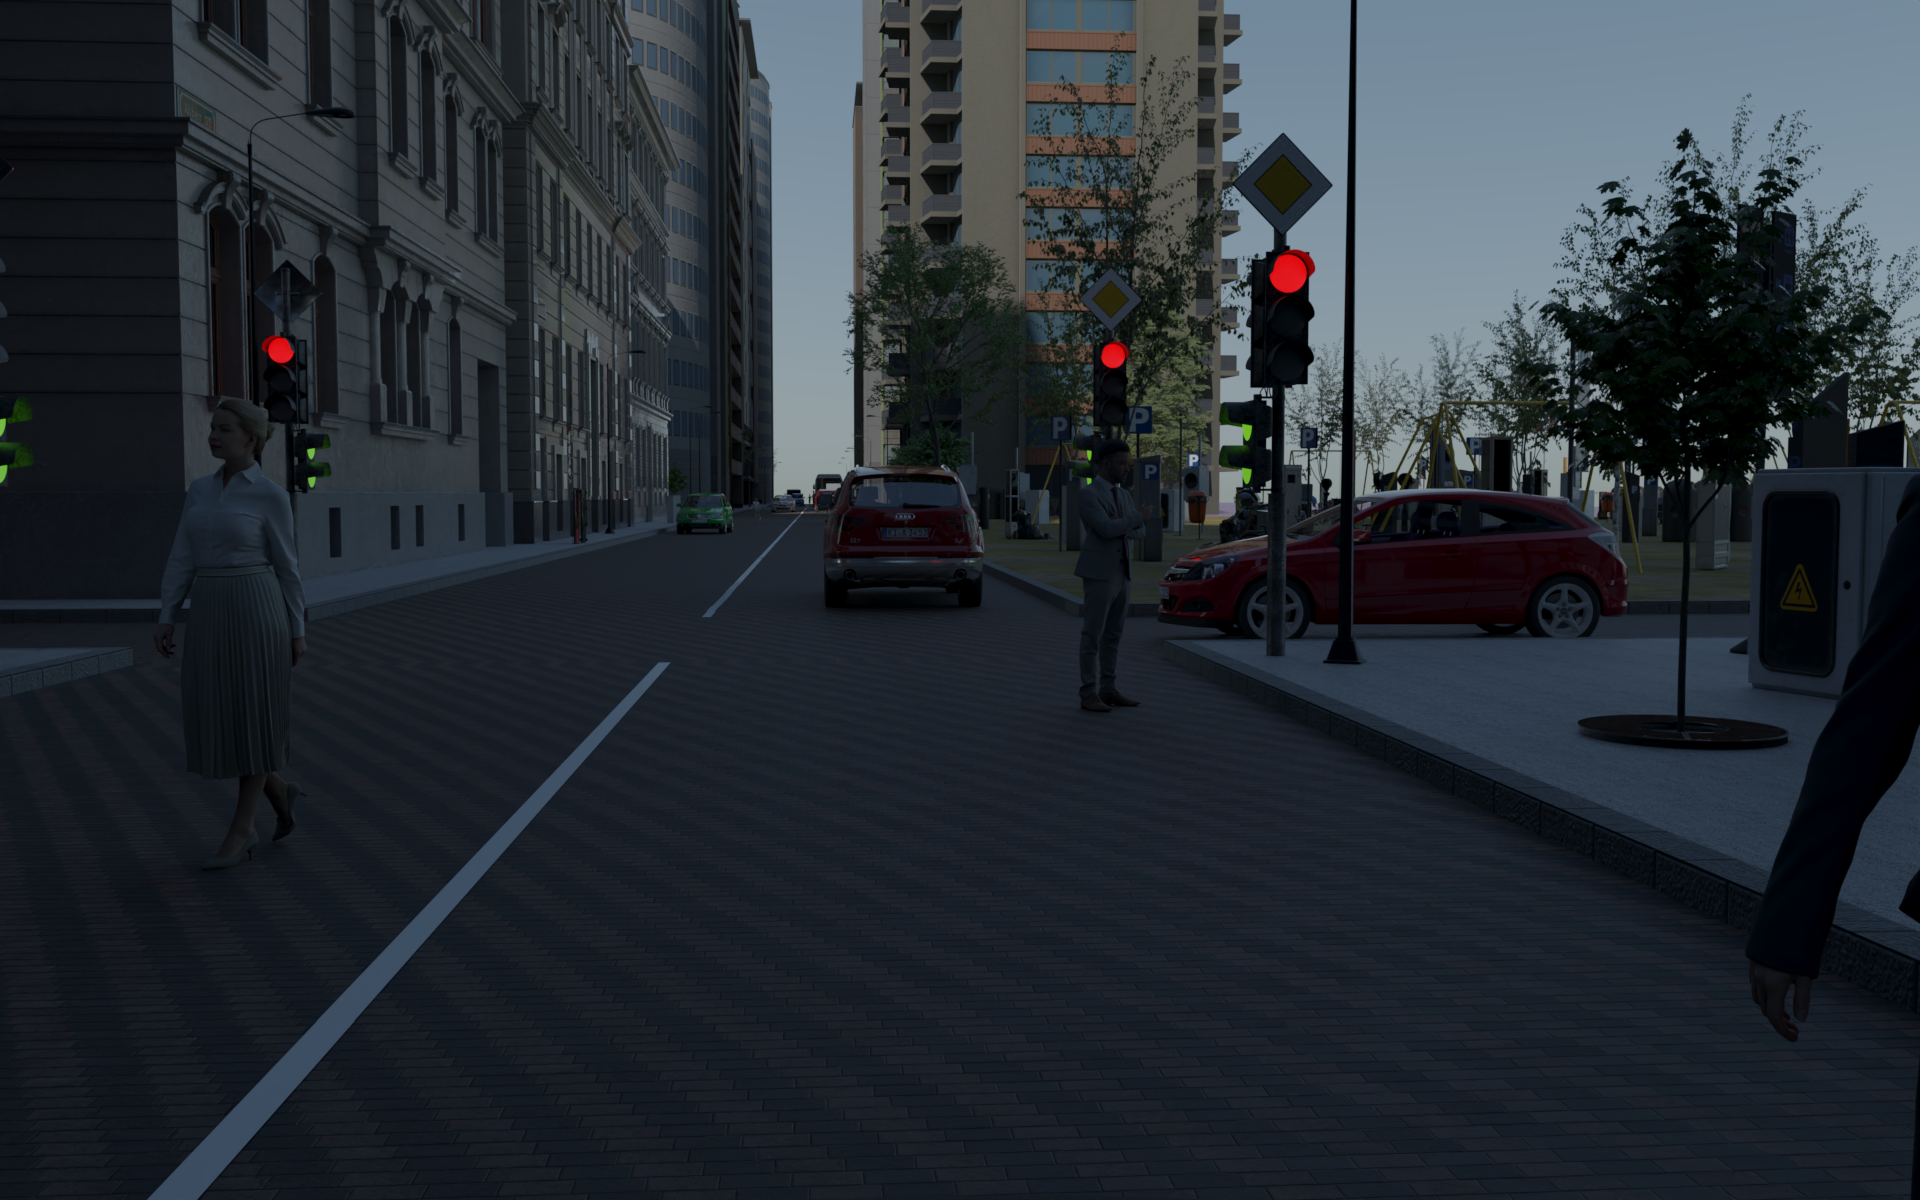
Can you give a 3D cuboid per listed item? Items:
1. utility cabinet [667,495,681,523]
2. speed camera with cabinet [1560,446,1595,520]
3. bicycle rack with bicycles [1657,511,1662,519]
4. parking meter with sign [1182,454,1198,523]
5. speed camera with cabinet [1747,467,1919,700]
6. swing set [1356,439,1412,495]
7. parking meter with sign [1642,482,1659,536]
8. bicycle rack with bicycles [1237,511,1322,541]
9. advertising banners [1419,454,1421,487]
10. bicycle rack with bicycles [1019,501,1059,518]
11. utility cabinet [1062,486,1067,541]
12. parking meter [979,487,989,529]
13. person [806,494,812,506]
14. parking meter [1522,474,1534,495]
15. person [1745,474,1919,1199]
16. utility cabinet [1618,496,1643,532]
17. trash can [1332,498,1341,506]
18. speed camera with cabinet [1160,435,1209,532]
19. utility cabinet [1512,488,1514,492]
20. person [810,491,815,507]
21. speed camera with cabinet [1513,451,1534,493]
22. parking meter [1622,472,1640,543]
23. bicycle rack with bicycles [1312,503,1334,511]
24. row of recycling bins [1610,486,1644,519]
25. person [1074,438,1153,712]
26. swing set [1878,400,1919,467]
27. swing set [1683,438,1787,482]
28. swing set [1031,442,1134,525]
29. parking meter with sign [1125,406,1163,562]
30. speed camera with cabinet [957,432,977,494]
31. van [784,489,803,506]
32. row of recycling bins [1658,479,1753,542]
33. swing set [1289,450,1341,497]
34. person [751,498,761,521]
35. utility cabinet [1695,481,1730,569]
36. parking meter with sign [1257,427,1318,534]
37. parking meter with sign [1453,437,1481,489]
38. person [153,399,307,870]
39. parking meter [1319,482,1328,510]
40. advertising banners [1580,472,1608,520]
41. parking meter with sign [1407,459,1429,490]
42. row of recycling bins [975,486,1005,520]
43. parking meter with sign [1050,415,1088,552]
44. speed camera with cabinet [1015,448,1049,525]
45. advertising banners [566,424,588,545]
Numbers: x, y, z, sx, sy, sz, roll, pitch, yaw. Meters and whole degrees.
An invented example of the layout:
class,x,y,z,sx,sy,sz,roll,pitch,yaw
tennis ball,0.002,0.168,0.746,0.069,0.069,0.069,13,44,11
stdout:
class,x,y,z,sx,sy,sz,roll,pitch,yaw
utility cabinet,-12.689,-4.013,76.770,0.306,1.237,1.020,1,4,10
speed camera with cabinet,25.614,-4.740,71.842,2.038,3.252,0.660,-3,5,-45
bicycle rack with bicycles,27.868,-3.242,66.390,2.852,0.926,2.925,0,4,-8
parking meter with sign,9.982,-4.894,76.273,0.543,3.016,1.738,-1,4,-12
speed camera with cabinet,5.778,-0.991,10.534,0.660,3.252,2.038,-1,4,-17
swing set,9.183,-2.197,33.538,2.862,2.851,3.119,1,4,9
parking meter with sign,21.179,-3.479,53.148,0.543,3.016,1.738,1,4,22
bicycle rack with bicycles,6.146,-1.046,30.491,2.925,0.926,2.852,0,4,2
advertising banners,18.516,-4.478,69.406,0.090,3.025,2.074,1,4,21
bicycle rack with bicycles,3.933,-4.910,93.662,2.852,0.926,2.925,-2,4,-27
utility cabinet,3.308,-2.301,46.295,1.173,1.500,0.318,1,4,15
parking meter,0.873,-3.343,63.072,0.372,1.533,0.369,0,3,0
person,-17.824,-11.824,205.088,1.065,1.426,0.557,3,5,44
parking meter,16.790,-2.784,51.234,0.255,1.863,0.399,2,4,32
person,1.291,0.420,2.060,0.576,1.772,0.534,-1,4,-16
utility cabinet,22.957,-2.927,59.024,1.020,1.237,0.306,-1,4,-14
trash can,12.917,-2.863,58.467,0.748,1.137,0.748,0,3,0
speed camera with cabinet,7.387,-3.909,58.240,0.660,3.252,2.038,-3,5,-45
utility cabinet,20.781,-3.570,67.054,1.173,1.500,0.318,0,4,7
person,-16.327,-11.278,192.981,0.705,1.814,1.350,1,4,20
speed camera with cabinet,26.008,-5.212,79.547,2.038,3.252,0.660,-3,5,-42
parking meter,17.670,-2.440,45.605,0.399,1.863,0.255,-1,4,-21
bicycle rack with bicycles,15.842,-3.644,72.956,2.925,0.926,2.852,-2,4,-33
row of recycling bins,34.764,-4.930,87.717,3.534,1.692,1.069,2,4,32
person,1.035,-0.173,11.513,0.466,1.800,0.511,2,4,27
swing set,17.042,-1.936,29.278,3.119,2.851,2.862,-1,4,-12
swing set,22.637,-3.202,49.969,2.862,2.851,3.119,0,4,-5
swing set,3.949,-3.360,52.557,2.862,2.851,3.119,-3,4,-38
parking meter with sign,3.606,-2.282,33.573,0.543,3.016,1.738,0,4,-5
speed camera with cabinet,0.124,-3.770,55.975,0.660,3.252,2.038,0,4,-6
van,-19.868,-12.396,207.060,2.240,2.365,5.245,0,4,-6
row of recycling bins,20.531,-2.422,46.709,3.534,1.692,1.069,-1,4,-15
swing set,13.322,-3.919,61.703,3.119,2.851,2.862,0,4,-2
person,-10.999,-4.884,93.368,0.505,1.210,0.382,-1,4,-22
utility cabinet,12.846,-1.274,29.509,0.318,1.500,1.173,2,4,35
parking meter with sign,8.486,-2.983,45.040,1.738,3.016,0.543,-2,4,-35
parking meter with sign,15.675,-3.525,53.898,0.543,3.016,1.738,0,4,-6
person,-2.820,0.115,6.846,0.478,1.798,0.641,1,4,20
parking meter,18.245,-4.964,86.864,0.399,1.863,0.255,0,4,-4
advertising banners,31.542,-5.531,86.626,2.074,3.025,0.090,-1,4,-15
parking meter with sign,22.454,-5.506,86.278,1.738,3.016,0.543,-2,4,-25
row of recycling bins,1.810,-4.981,88.558,1.069,1.692,3.534,-2,4,-27
parking meter with sign,2.783,-2.622,39.133,0.543,3.016,1.738,3,5,41
speed camera with cabinet,2.954,-4.833,73.352,0.660,3.252,2.038,-2,4,-34
advertising banners,-9.850,-2.953,44.468,0.090,3.025,2.074,0,4,1
